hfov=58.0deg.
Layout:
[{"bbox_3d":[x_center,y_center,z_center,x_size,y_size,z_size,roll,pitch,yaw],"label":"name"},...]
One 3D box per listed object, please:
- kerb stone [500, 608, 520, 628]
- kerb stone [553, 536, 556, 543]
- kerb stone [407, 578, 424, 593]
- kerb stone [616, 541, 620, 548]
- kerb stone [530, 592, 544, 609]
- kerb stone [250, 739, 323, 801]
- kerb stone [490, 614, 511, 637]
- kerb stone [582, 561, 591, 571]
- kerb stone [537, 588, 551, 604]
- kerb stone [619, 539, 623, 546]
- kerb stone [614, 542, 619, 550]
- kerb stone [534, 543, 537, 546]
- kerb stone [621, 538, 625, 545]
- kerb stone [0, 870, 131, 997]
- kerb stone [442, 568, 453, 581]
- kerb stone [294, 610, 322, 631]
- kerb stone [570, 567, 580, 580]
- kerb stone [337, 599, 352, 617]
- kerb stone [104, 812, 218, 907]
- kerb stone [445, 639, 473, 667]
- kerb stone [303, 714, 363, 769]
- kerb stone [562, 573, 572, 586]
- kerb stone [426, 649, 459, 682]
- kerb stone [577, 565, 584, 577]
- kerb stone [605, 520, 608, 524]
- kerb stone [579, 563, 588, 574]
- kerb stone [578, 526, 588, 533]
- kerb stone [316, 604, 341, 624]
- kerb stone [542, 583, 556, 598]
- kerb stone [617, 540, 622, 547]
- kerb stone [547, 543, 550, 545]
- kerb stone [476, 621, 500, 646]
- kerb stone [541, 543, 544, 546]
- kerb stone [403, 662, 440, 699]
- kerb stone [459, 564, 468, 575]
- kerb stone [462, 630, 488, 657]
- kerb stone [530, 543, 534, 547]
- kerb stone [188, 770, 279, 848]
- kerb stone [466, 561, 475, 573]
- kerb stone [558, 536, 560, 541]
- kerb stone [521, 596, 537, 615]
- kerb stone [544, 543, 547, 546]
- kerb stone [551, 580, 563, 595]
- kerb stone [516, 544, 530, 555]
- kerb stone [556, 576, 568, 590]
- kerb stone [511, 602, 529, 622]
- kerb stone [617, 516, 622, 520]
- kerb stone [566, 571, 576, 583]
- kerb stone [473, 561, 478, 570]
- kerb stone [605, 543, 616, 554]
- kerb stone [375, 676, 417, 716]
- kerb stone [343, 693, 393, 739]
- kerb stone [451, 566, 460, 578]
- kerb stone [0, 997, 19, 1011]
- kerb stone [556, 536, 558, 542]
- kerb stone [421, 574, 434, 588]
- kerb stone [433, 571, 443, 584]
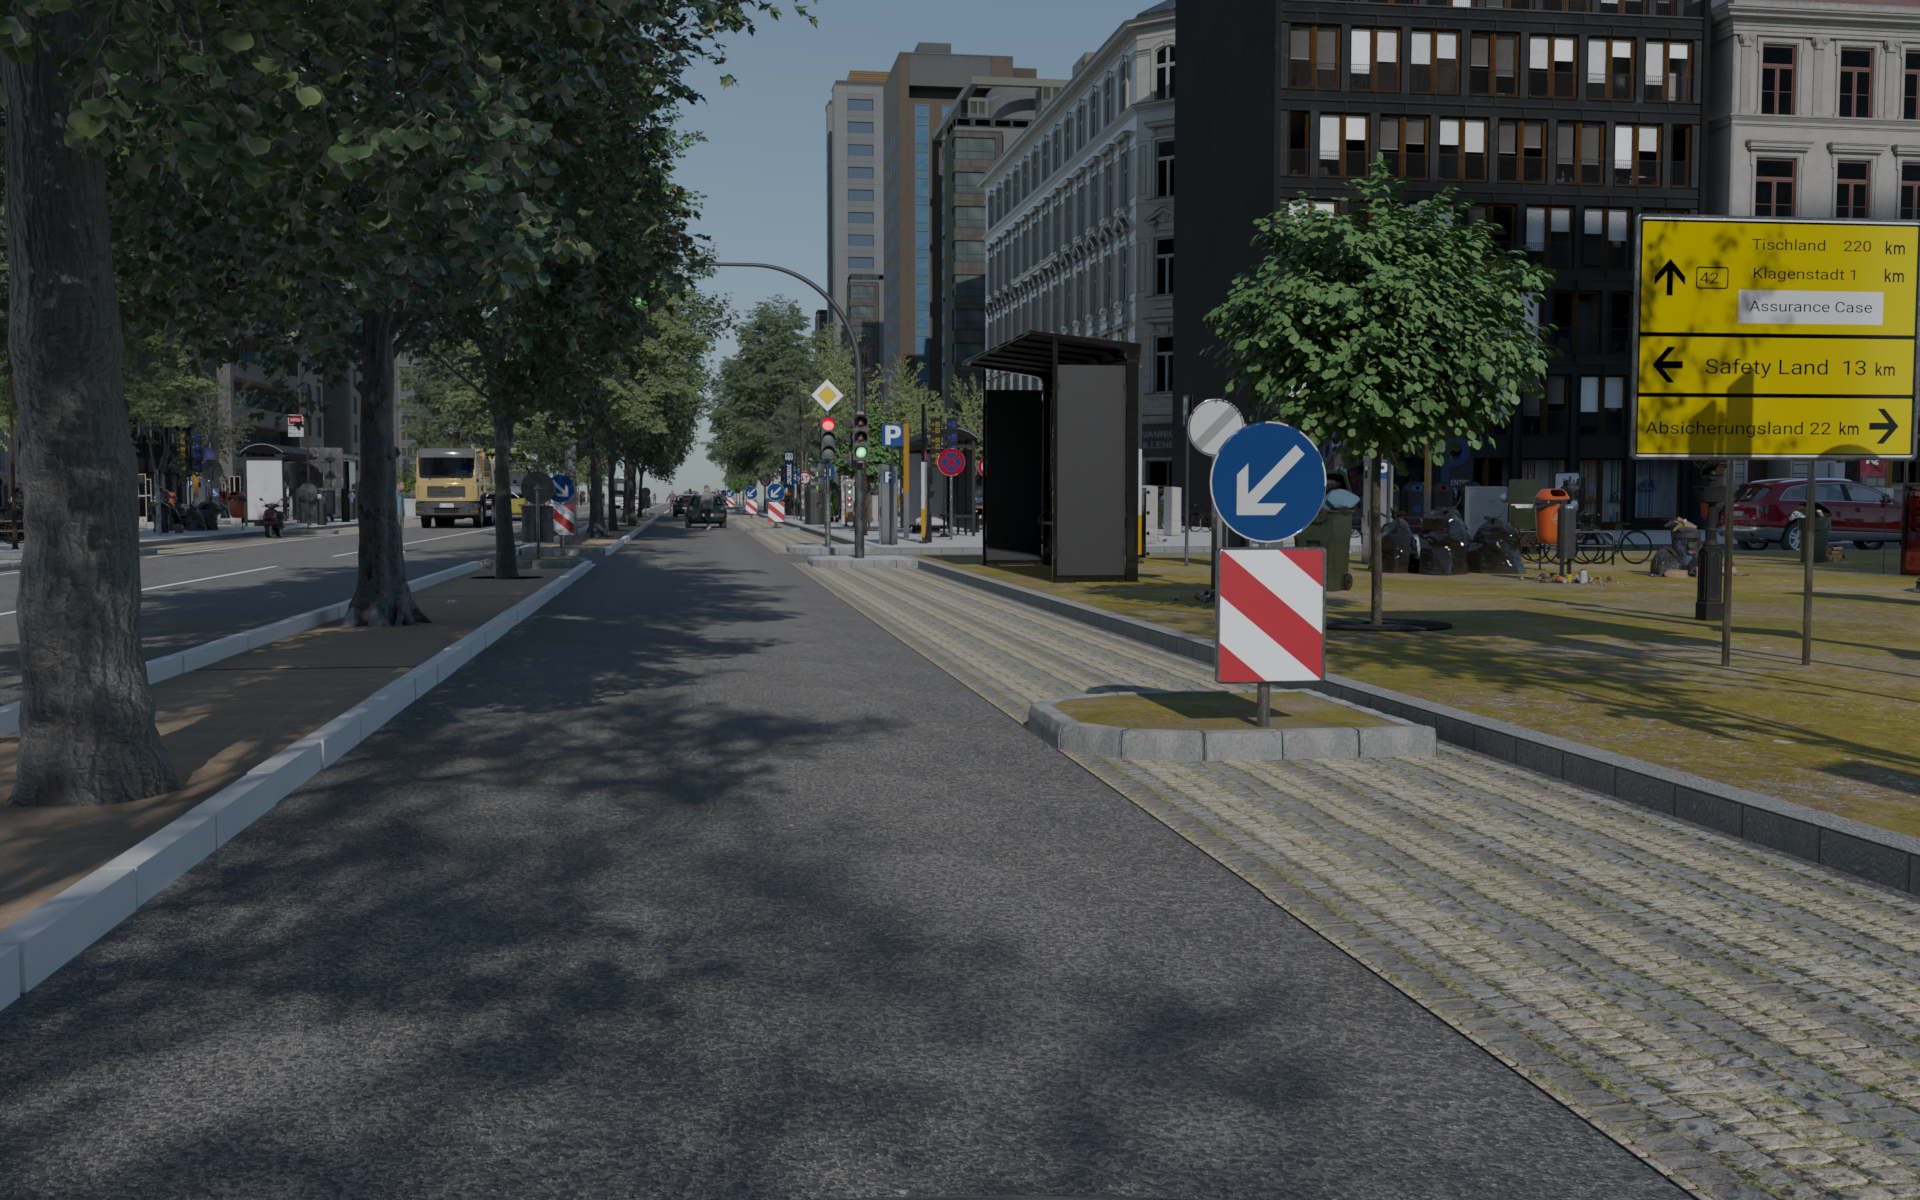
[{"bbox_3d":[-4.881,0.217,18.647,0.120,0.150,1.000,-1,4,-9],"label":"kerb stone"},{"bbox_3d":[-11.890,-1.709,50.213,0.120,0.150,1.000,-1,4,-9],"label":"kerb stone"},{"bbox_3d":[-8.044,-0.191,25.409,0.120,0.150,1.000,-1,4,-9],"label":"kerb stone"},{"bbox_3d":[-8.889,-1.367,44.546,0.120,0.150,1.000,-1,4,-9],"label":"kerb stone"},{"bbox_3d":[-5.339,0.031,21.687,0.120,0.150,1.000,-1,4,-9],"label":"kerb stone"},{"bbox_3d":[-3.303,0.838,8.490,0.120,0.150,1.000,-1,4,-9],"label":"kerb stone"},{"bbox_3d":[-4.713,0.279,17.635,0.120,0.150,1.000,-1,4,-9],"label":"kerb stone"},{"bbox_3d":[-6.917,-0.584,31.807,0.120,0.150,1.000,-1,4,-9],"label":"kerb stone"},{"bbox_3d":[-5.500,-0.024,22.699,0.120,0.150,1.000,-1,4,-9],"label":"kerb stone"},{"bbox_3d":[-9.207,-1.491,46.567,0.120,0.150,1.000,-1,4,-9],"label":"kerb stone"},{"bbox_3d":[-8.727,-1.305,43.537,0.120,0.150,1.000,-1,4,-9],"label":"kerb stone"},{"bbox_3d":[-10.947,-1.340,44.147,0.120,0.150,1.000,-1,4,-9],"label":"kerb stone"},{"bbox_3d":[-9.359,-1.552,47.578,0.120,0.150,1.000,-1,4,-9],"label":"kerb stone"},{"bbox_3d":[-2.818,1.027,5.455,0.120,0.150,1.000,-1,4,-9],"label":"kerb stone"},{"bbox_3d":[-8.508,-0.381,28.446,0.120,0.150,1.000,-1,4,-9],"label":"kerb stone"},{"bbox_3d":[-6.947,0.237,18.323,0.120,0.150,1.000,-1,4,-9],"label":"kerb stone"},{"bbox_3d":[-6.444,-0.402,28.766,0.120,0.150,1.000,-1,4,-9],"label":"kerb stone"},{"bbox_3d":[-7.252,0.115,20.345,0.120,0.150,1.000,-1,4,-9],"label":"kerb stone"},{"bbox_3d":[-2.980,0.968,6.470,0.120,0.150,1.000,-1,4,-9],"label":"kerb stone"},{"bbox_3d":[-4.244,0.466,14.581,0.120,0.150,1.000,-1,4,-9],"label":"kerb stone"},{"bbox_3d":[-3.449,0.776,9.507,0.120,0.150,1.000,-1,4,-9],"label":"kerb stone"},{"bbox_3d":[-6.126,-0.278,26.746,0.120,0.150,1.000,-1,4,-9],"label":"kerb stone"},{"bbox_3d":[-4.076,0.528,13.567,0.120,0.150,1.000,-1,4,-9],"label":"kerb stone"},{"bbox_3d":[-6.596,-0.464,29.784,0.120,0.150,1.000,-1,4,-9],"label":"kerb stone"},{"bbox_3d":[-17.560,-3.945,86.699,0.120,0.150,1.000,-1,4,-9],"label":"kerb stone"},{"bbox_3d":[-6.749,-0.526,30.799,0.120,0.150,1.000,-1,4,-9],"label":"kerb stone"},{"bbox_3d":[-14.257,-2.644,65.430,0.120,0.150,1.000,-1,4,-9],"label":"kerb stone"},{"bbox_3d":[-7.105,0.175,19.333,0.120,0.150,1.000,-1,4,-9],"label":"kerb stone"},{"bbox_3d":[-5.662,-0.093,23.713,0.120,0.150,1.000,-1,4,-9],"label":"kerb stone"},{"bbox_3d":[-9.041,-1.428,45.557,0.120,0.150,1.000,-1,4,-9],"label":"kerb stone"},{"bbox_3d":[-11.583,-1.588,48.189,0.120,0.150,1.000,-1,4,-9],"label":"kerb stone"},{"bbox_3d":[-4.552,0.341,16.621,0.120,0.150,1.000,-1,4,-9],"label":"kerb stone"},{"bbox_3d":[-11.267,-1.466,46.168,0.120,0.150,1.000,-1,4,-9],"label":"kerb stone"},{"bbox_3d":[-3.925,0.590,12.551,0.120,0.150,1.000,-1,4,-9],"label":"kerb stone"},{"bbox_3d":[-8.831,-0.506,30.471,0.120,0.150,1.000,-1,4,-9],"label":"kerb stone"},{"bbox_3d":[-4.400,0.406,15.601,0.120,0.150,1.000,-1,4,-9],"label":"kerb stone"},{"bbox_3d":[-10.790,-1.281,43.132,0.120,0.150,1.000,-1,4,-9],"label":"kerb stone"},{"bbox_3d":[-3.136,0.903,7.481,0.120,0.150,1.000,-1,4,-9],"label":"kerb stone"},{"bbox_3d":[-8.987,-0.568,31.486,0.120,0.150,1.000,-1,4,-9],"label":"kerb stone"},{"bbox_3d":[-12.210,-1.833,52.246,0.120,0.150,1.000,-1,4,-9],"label":"kerb stone"},{"bbox_3d":[-5.181,0.093,20.675,0.120,0.150,1.000,-1,4,-9],"label":"kerb stone"},{"bbox_3d":[-11.423,-1.528,47.180,0.120,0.150,1.000,-1,4,-9],"label":"kerb stone"},{"bbox_3d":[-5.806,-0.155,24.725,0.120,0.150,1.000,-1,4,-9],"label":"kerb stone"},{"bbox_3d":[-10.635,-1.217,42.122,0.120,0.150,1.000,-1,4,-9],"label":"kerb stone"},{"bbox_3d":[-5.968,-0.217,25.736,0.120,0.150,1.000,-1,4,-9],"label":"kerb stone"},{"bbox_3d":[-5.028,0.159,19.662,0.120,0.150,1.000,-1,4,-9],"label":"kerb stone"},{"bbox_3d":[-19.758,-4.812,100.889,0.120,0.150,1.000,-1,4,-9],"label":"kerb stone"},{"bbox_3d":[-6.287,-0.332,27.756,0.120,0.150,1.000,-1,4,-9],"label":"kerb stone"},{"bbox_3d":[-9.150,-0.630,32.503,0.120,0.150,1.000,-1,4,-9],"label":"kerb stone"},{"bbox_3d":[-8.581,-1.243,42.525,0.120,0.150,1.000,-1,4,-9],"label":"kerb stone"},{"bbox_3d":[-3.772,0.654,11.533,0.120,0.150,1.000,-1,4,-9],"label":"kerb stone"},{"bbox_3d":[-3.608,0.716,10.524,0.120,0.150,1.000,-1,4,-9],"label":"kerb stone"},{"bbox_3d":[-8.670,-0.441,29.459,0.120,0.150,1.000,-1,4,-9],"label":"kerb stone"},{"bbox_3d":[-2.663,1.088,4.432,0.120,0.150,1.000,-1,4,-9],"label":"kerb stone"},{"bbox_3d":[-12.053,-1.776,51.233,0.120,0.150,1.000,-1,4,-9],"label":"kerb stone"},{"bbox_3d":[-8.196,-0.258,26.419,0.120,0.150,1.000,-1,4,-9],"label":"kerb stone"},{"bbox_3d":[-8.360,-0.320,27.434,0.120,0.150,1.000,-1,4,-9],"label":"kerb stone"}]
